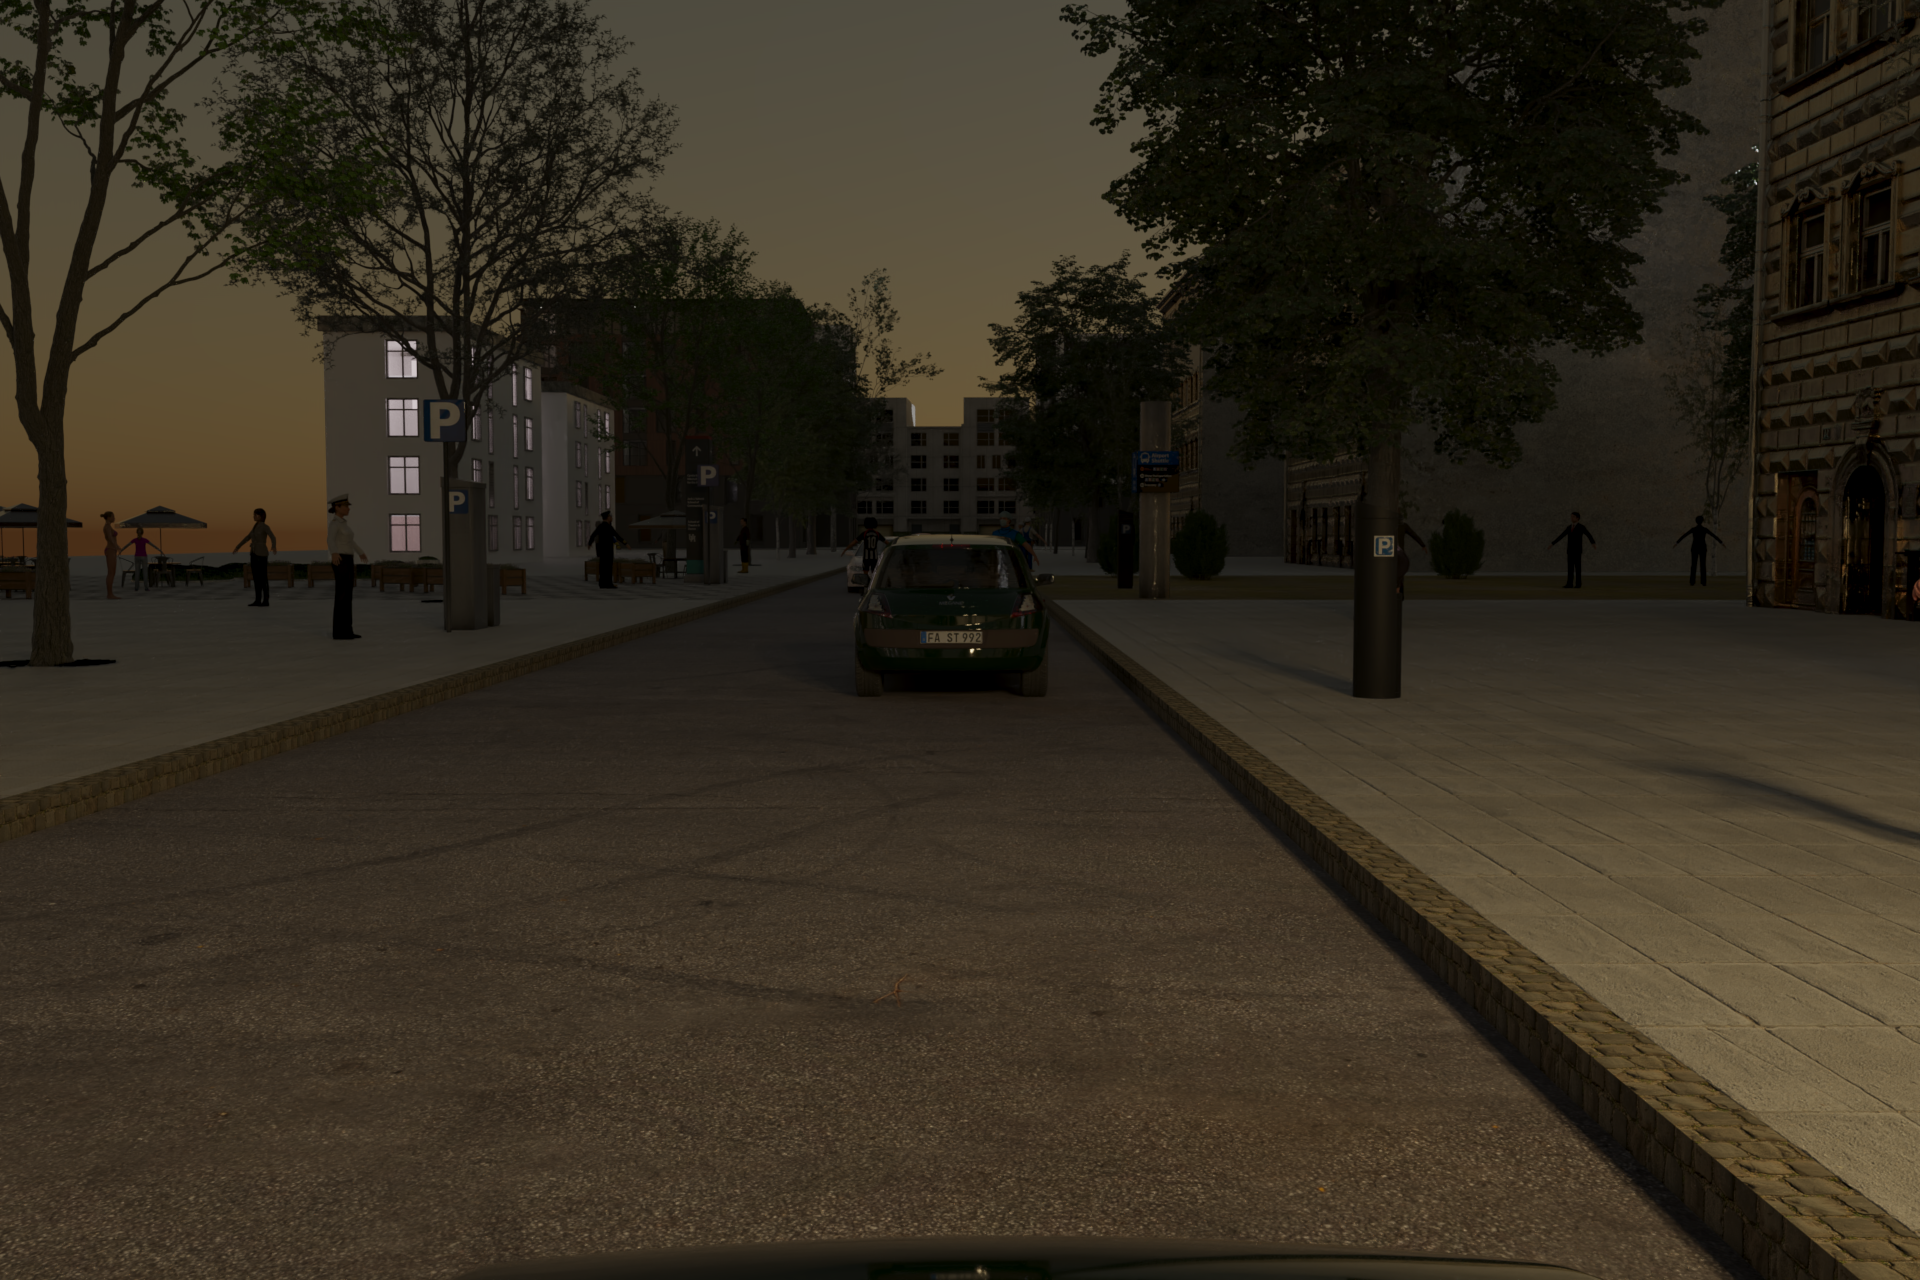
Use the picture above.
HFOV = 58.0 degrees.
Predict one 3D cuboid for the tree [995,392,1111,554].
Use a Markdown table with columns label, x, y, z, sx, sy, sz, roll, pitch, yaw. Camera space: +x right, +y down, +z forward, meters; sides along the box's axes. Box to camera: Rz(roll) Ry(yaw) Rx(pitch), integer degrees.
| label | x | y | z | sx | sy | sz | roll | pitch | yaw |
| --- | --- | --- | --- | --- | --- | --- | --- | --- | --- |
| tree | 6.307 | -10.831 | 111.507 | 8.767 | 10.594 | 7.601 | -2 | 4 | -24 |

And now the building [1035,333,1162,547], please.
| label | x | y | z | sx | sy | sz | roll | pitch | yaw |
| --- | --- | --- | --- | --- | --- | --- | --- | --- | --- |
| building | 22.217 | -21.320 | 192.557 | 27.936 | 21.610 | 32.646 | 0 | 4 | 0 |

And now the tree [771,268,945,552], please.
| label | x | y | z | sx | sy | sz | roll | pitch | yaw |
| --- | --- | --- | --- | --- | --- | --- | --- | --- | --- |
| tree | -7.948 | -16.339 | 123.034 | 12.611 | 20.169 | 13.585 | 0 | 3 | 0 |

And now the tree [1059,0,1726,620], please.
| label | x | y | z | sx | sy | sz | roll | pitch | yaw |
| --- | --- | --- | --- | --- | --- | --- | --- | --- | --- |
| tree | 6.220 | -7.262 | 25.395 | 9.857 | 13.997 | 8.962 | 0 | 3 | 0 |

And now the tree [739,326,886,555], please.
| label | x | y | z | sx | sy | sz | roll | pitch | yaw |
| --- | --- | --- | --- | --- | --- | --- | --- | --- | --- |
| tree | -9.275 | -12.313 | 107.980 | 9.857 | 13.997 | 8.962 | 0 | 3 | 0 |

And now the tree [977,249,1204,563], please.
| label | x | y | z | sx | sy | sz | roll | pitch | yaw |
| --- | --- | --- | --- | --- | --- | --- | --- | --- | --- |
| tree | 5.874 | -10.422 | 77.059 | 9.857 | 13.997 | 8.962 | 0 | 3 | 0 |

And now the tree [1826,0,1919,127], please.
| label | x | y | z | sx | sy | sz | roll | pitch | yaw |
| --- | --- | --- | --- | --- | --- | --- | --- | --- | --- |
| tree | 6.414 | -5.974 | 8.047 | 12.009 | 13.543 | 11.850 | 0 | 3 | 0 |

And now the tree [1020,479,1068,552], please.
| label | x | y | z | sx | sy | sz | roll | pitch | yaw |
| --- | --- | --- | --- | --- | --- | --- | --- | --- | --- |
| tree | 6.402 | -10.662 | 124.678 | 4.737 | 8.622 | 4.395 | 0 | 3 | 0 |

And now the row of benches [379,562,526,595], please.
| label | x | y | z | sx | sy | sz | roll | pitch | yaw |
| --- | --- | --- | --- | --- | --- | --- | --- | --- | --- |
| row of benches | -11.007 | -1.358 | 37.669 | 4.104 | 0.672 | 1.422 | 2 | 4 | 32 |

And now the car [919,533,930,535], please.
| label | x | y | z | sx | sy | sz | roll | pitch | yaw |
| --- | --- | --- | --- | --- | --- | --- | --- | --- | --- |
| car | -2.897 | -7.679 | 134.593 | 2.155 | 1.783 | 4.494 | 0 | 3 | 0 |

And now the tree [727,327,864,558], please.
| label | x | y | z | sx | sy | sz | roll | pitch | yaw |
| --- | --- | --- | --- | --- | --- | --- | --- | --- | --- |
| tree | -8.994 | -10.720 | 93.403 | 7.486 | 12.596 | 7.792 | 0 | 3 | 0 |

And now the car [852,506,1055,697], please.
| label | x | y | z | sx | sy | sz | roll | pitch | yaw |
| --- | --- | --- | --- | --- | --- | --- | --- | --- | --- |
| car | -0.066 | -0.419 | 16.630 | 2.009 | 1.686 | 4.222 | 0 | 4 | 0 |

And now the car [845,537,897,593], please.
| label | x | y | z | sx | sy | sz | roll | pitch | yaw |
| --- | --- | --- | --- | --- | --- | --- | --- | --- | --- |
| car | -1.826 | -1.926 | 43.856 | 2.083 | 1.381 | 4.827 | 0 | 4 | 0 |

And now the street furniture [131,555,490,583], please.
| label | x | y | z | sx | sy | sz | roll | pitch | yaw |
| --- | --- | --- | --- | --- | --- | --- | --- | --- | --- |
| street furniture | -18.012 | -2.073 | 49.516 | 10.072 | 0.657 | 5.734 | -1 | 4 | -19 |

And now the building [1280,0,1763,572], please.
| label | x | y | z | sx | sy | sz | roll | pitch | yaw |
| --- | --- | --- | --- | --- | --- | --- | --- | --- | --- |
| building | 23.513 | -14.402 | 66.407 | 19.493 | 23.208 | 18.063 | 0 | 3 | 0 |

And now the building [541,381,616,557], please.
| label | x | y | z | sx | sy | sz | roll | pitch | yaw |
| --- | --- | --- | --- | --- | --- | --- | --- | --- | --- |
| building | -26.168 | -10.217 | 109.196 | 9.099 | 9.664 | 28.070 | 0 | 4 | -1 |

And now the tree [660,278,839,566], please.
| label | x | y | z | sx | sy | sz | roll | pitch | yaw |
| --- | --- | --- | --- | --- | --- | --- | --- | --- | --- |
| tree | -8.484 | -8.814 | 69.864 | 9.928 | 11.665 | 9.643 | 0 | 3 | 0 |

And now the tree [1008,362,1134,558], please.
| label | x | y | z | sx | sy | sz | roll | pitch | yaw |
| --- | --- | --- | --- | --- | --- | --- | --- | --- | --- |
| tree | 6.638 | -9.535 | 90.317 | 8.767 | 10.594 | 7.601 | 0 | 4 | 3 |

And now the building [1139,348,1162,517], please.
| label | x | y | z | sx | sy | sz | roll | pitch | yaw |
| --- | --- | --- | --- | --- | --- | --- | --- | --- | --- |
| building | 23.175 | -19.351 | 172.803 | 16.016 | 20.090 | 11.380 | 0 | 4 | 0 |

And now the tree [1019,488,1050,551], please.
| label | x | y | z | sx | sy | sz | roll | pitch | yaw |
| --- | --- | --- | --- | --- | --- | --- | --- | --- | --- |
| tree | 6.657 | -11.071 | 131.371 | 4.360 | 8.622 | 3.978 | 0 | 3 | 0 |

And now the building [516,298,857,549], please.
| label | x | y | z | sx | sy | sz | roll | pitch | yaw |
| --- | --- | --- | --- | --- | --- | --- | --- | --- | --- |
| building | -24.622 | -19.735 | 166.649 | 27.936 | 21.610 | 32.646 | 0 | 4 | -1 |

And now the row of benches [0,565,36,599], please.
| label | x | y | z | sx | sy | sz | roll | pitch | yaw |
| --- | --- | --- | --- | --- | --- | --- | --- | --- | --- |
| row of benches | -20.172 | -1.179 | 34.734 | 4.104 | 0.672 | 1.422 | 1 | 4 | 14 |

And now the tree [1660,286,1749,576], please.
| label | x | y | z | sx | sy | sz | roll | pitch | yaw |
| --- | --- | --- | --- | --- | --- | --- | --- | --- | --- |
| tree | 22.641 | -6.235 | 52.312 | 4.360 | 8.622 | 3.978 | 0 | 3 | 0 |

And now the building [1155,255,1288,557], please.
| label | x | y | z | sx | sy | sz | roll | pitch | yaw |
| --- | --- | --- | --- | --- | --- | --- | --- | --- | --- |
| building | 22.703 | -16.821 | 105.945 | 19.493 | 23.208 | 18.063 | 0 | 4 | 0 |

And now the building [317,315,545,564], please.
| label | x | y | z | sx | sy | sz | roll | pitch | yaw |
| --- | --- | --- | --- | --- | --- | --- | --- | --- | --- |
| building | -23.851 | -8.469 | 80.623 | 9.099 | 9.664 | 28.070 | 0 | 4 | 0 |

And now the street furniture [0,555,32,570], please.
| label | x | y | z | sx | sy | sz | roll | pitch | yaw |
| --- | --- | --- | --- | --- | --- | --- | --- | --- | --- |
| street furniture | -31.860 | -2.800 | 52.634 | 9.812 | 1.723 | 11.010 | 1 | 4 | 9 |

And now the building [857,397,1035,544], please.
| label | x | y | z | sx | sy | sz | roll | pitch | yaw |
| --- | --- | --- | --- | --- | --- | --- | --- | --- | --- |
| building | 0.789 | -22.106 | 230.343 | 31.486 | 18.905 | 16.747 | 0 | 4 | 2 |

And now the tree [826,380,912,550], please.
| label | x | y | z | sx | sy | sz | roll | pitch | yaw |
| --- | --- | --- | --- | --- | --- | --- | --- | --- | --- |
| tree | -8.865 | -13.962 | 138.643 | 12.009 | 13.543 | 11.850 | 0 | 3 | 0 |

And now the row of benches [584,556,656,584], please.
| label | x | y | z | sx | sy | sz | roll | pitch | yaw |
| --- | --- | --- | --- | --- | --- | --- | --- | --- | --- |
| row of benches | -9.085 | -1.867 | 45.991 | 1.422 | 0.672 | 4.104 | -2 | 4 | -29 |

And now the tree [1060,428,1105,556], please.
| label | x | y | z | sx | sy | sz | roll | pitch | yaw |
| --- | --- | --- | --- | --- | --- | --- | --- | --- | --- |
| tree | 6.321 | -9.128 | 99.602 | 4.360 | 8.622 | 3.978 | 0 | 3 | 0 |

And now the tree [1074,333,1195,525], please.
| label | x | y | z | sx | sy | sz | roll | pitch | yaw |
| --- | --- | --- | --- | --- | --- | --- | --- | --- | --- |
| tree | 5.843 | -6.968 | 64.282 | 4.360 | 8.622 | 3.978 | 0 | 3 | 0 |

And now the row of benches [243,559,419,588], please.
| label | x | y | z | sx | sy | sz | roll | pitch | yaw |
| --- | --- | --- | --- | --- | --- | --- | --- | --- | --- |
| row of benches | -15.237 | -1.611 | 41.802 | 4.104 | 0.672 | 1.422 | -1 | 4 | -14 |

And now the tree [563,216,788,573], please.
| label | x | y | z | sx | sy | sz | roll | pitch | yaw |
| --- | --- | --- | --- | --- | --- | --- | --- | --- | --- |
| tree | -9.441 | -8.009 | 56.701 | 9.928 | 11.665 | 9.643 | 0 | 3 | 0 |

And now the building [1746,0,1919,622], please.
| label | x | y | z | sx | sy | sz | roll | pitch | yaw |
| --- | --- | --- | --- | --- | --- | --- | --- | --- | --- |
| building | 23.196 | -11.622 | 20.954 | 19.493 | 23.208 | 18.063 | 0 | 4 | 0 |

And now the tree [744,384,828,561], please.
| label | x | y | z | sx | sy | sz | roll | pitch | yaw |
| --- | --- | --- | --- | --- | --- | --- | --- | --- | --- |
| tree | -8.681 | -8.132 | 83.323 | 4.737 | 8.622 | 4.395 | 0 | 3 | 0 |
